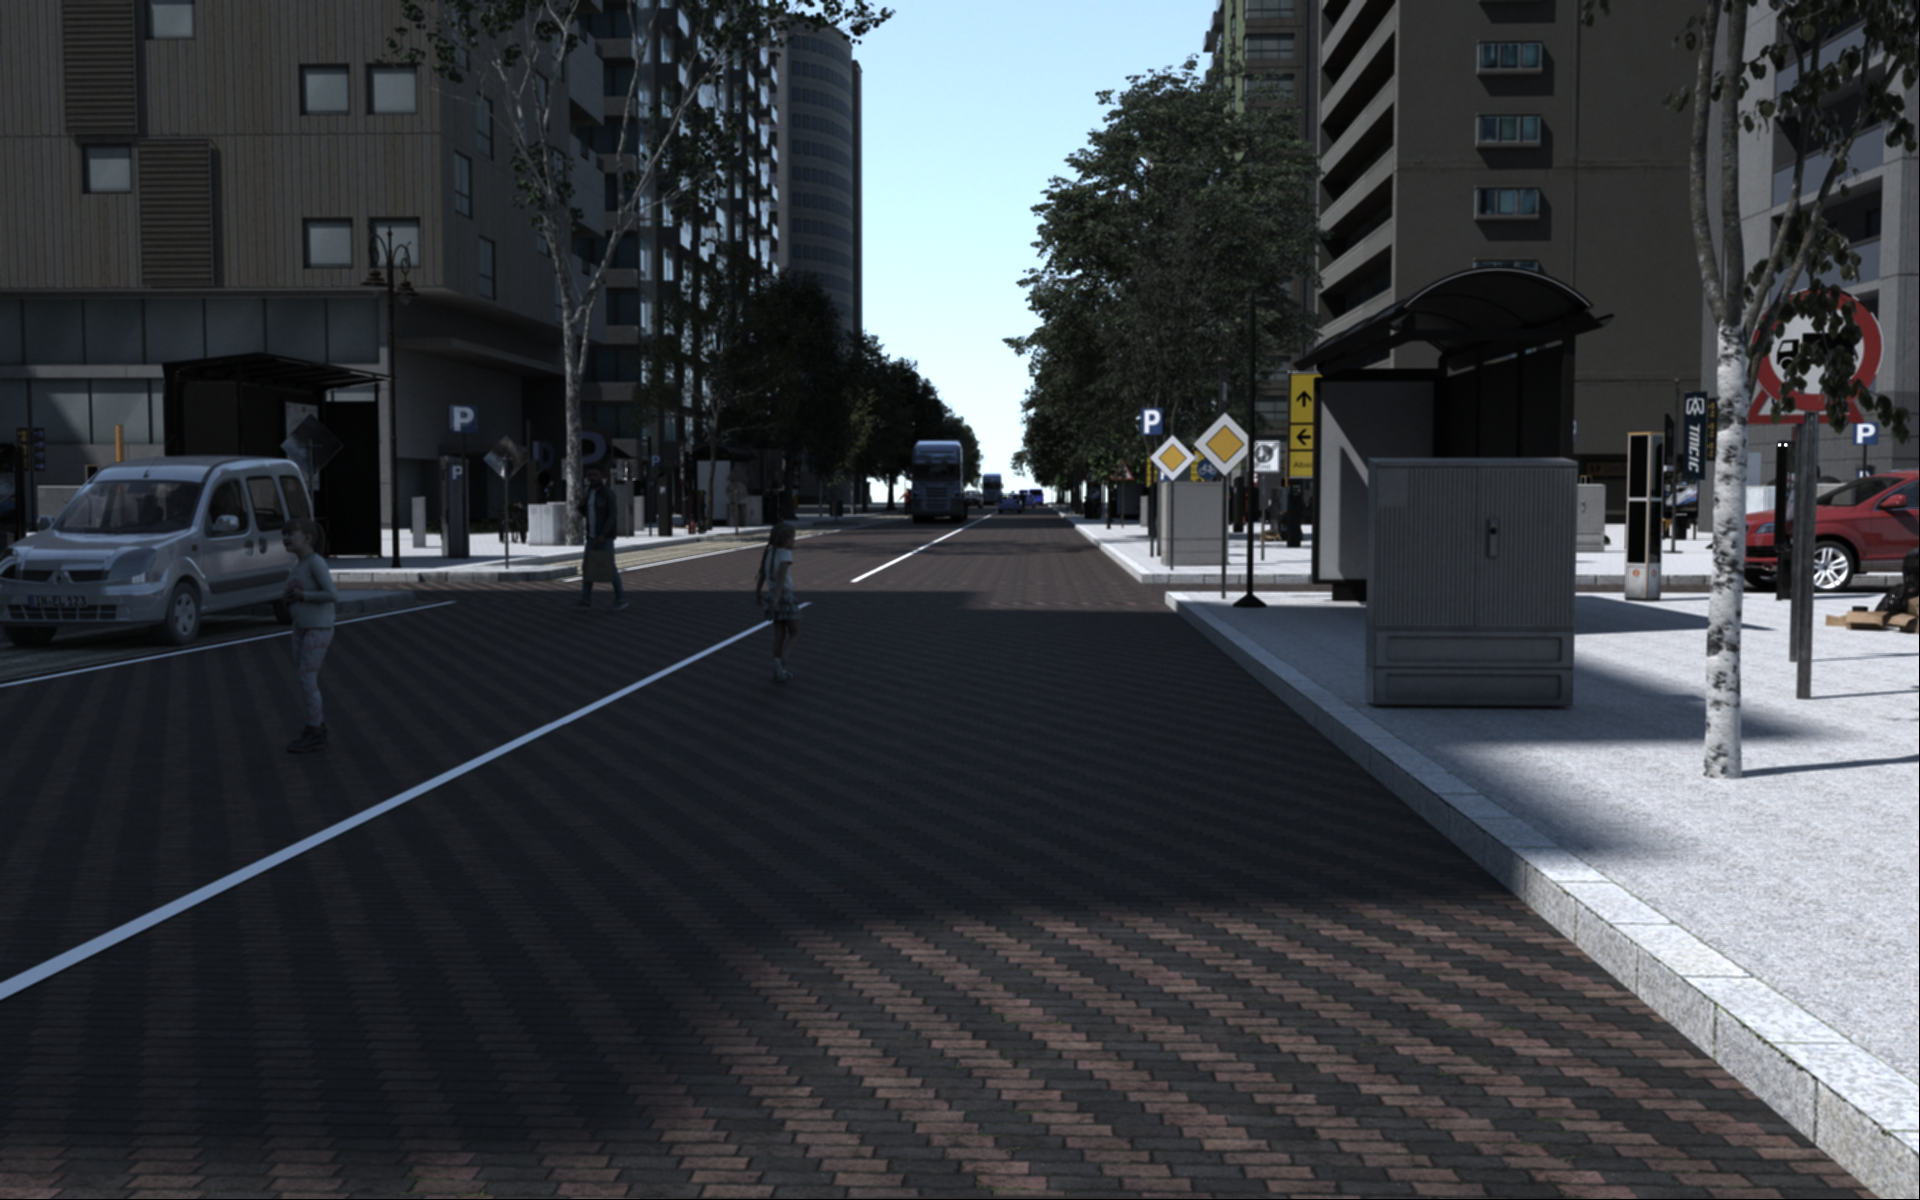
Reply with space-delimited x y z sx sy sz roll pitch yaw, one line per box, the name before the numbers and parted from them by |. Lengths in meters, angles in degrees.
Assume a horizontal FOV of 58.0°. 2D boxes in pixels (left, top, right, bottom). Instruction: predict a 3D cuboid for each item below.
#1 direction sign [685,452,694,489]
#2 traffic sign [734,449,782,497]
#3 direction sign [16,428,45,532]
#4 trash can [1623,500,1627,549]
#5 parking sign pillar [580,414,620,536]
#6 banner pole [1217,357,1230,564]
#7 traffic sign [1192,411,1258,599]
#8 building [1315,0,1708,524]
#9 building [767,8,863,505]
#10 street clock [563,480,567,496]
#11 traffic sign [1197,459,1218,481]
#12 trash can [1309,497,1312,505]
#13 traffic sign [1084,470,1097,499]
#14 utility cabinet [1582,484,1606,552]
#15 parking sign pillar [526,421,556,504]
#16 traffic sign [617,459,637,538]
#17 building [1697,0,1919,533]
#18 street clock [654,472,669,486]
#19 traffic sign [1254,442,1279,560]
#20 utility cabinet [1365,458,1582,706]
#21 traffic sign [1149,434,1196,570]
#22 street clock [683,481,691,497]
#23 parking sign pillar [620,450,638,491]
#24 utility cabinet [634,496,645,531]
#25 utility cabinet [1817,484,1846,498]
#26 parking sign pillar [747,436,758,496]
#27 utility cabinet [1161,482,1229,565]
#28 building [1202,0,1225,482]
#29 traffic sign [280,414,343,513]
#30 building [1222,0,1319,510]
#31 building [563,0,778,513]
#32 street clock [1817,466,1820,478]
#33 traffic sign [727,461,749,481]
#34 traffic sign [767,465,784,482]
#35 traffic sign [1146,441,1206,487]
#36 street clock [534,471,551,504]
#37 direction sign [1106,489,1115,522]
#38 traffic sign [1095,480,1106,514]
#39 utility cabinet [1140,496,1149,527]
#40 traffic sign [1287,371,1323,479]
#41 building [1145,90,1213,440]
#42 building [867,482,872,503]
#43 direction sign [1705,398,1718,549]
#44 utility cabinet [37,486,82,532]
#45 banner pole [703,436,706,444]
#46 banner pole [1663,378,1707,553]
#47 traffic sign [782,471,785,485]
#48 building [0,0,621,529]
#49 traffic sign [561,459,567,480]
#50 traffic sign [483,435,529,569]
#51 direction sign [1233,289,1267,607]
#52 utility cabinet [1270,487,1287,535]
direction sign | -14.328 -6.138 92.347 0.876 3.537 0.379 0 4 4
traffic sign | -9.174 -5.185 78.654 2.265 3.308 0.079 1 4 10
direction sign | -31.666 -4.104 59.092 0.876 3.537 0.379 0 4 -7
trash can | 15.130 -1.645 38.542 0.748 1.137 0.748 0 3 0
parking sign pillar | -11.435 -3.985 53.625 1.447 3.967 1.447 0 4 -5
banner pole | 4.840 -2.565 31.954 0.401 3.779 0.863 1 4 20
traffic sign | 3.227 -1.071 21.161 0.795 2.450 0.064 0 4 2
building | 29.496 -28.054 82.390 21.300 48.544 21.600 0 4 2
building | -23.856 -41.061 213.350 21.231 58.520 28.212 0 4 2
street clock | -14.943 -3.778 66.339 0.471 2.002 0.358 2 4 32
traffic sign | 8.831 -3.774 61.803 0.768 2.556 0.104 1 4 8
trash can | 16.978 -4.336 82.542 0.748 1.137 0.748 0 3 0
traffic sign | 6.835 -5.494 89.934 0.768 2.556 0.104 0 4 5
utility cabinet | 13.567 -1.802 38.137 1.173 1.500 0.318 0 4 1
parking sign pillar | -15.500 -4.628 64.134 1.447 3.967 1.447 1 4 18
traffic sign | -9.708 -2.959 50.502 0.606 2.300 0.079 0 4 3
building | 38.658 -30.931 47.715 28.212 58.520 21.231 0 4 2
street clock | -9.583 -3.130 55.739 0.471 2.002 0.358 -3 5 -40
traffic sign | 5.859 -1.916 33.463 0.606 2.300 0.079 1 4 9
utility cabinet | 3.068 -0.107 10.424 1.173 1.500 0.318 0 4 3
traffic sign | 3.569 -1.559 29.139 0.795 2.450 0.064 0 4 2
street clock | -14.733 -5.455 93.765 0.358 2.002 0.471 2 4 30
parking sign pillar | -18.226 -6.475 94.341 1.447 3.967 1.447 -1 4 -13
utility cabinet | -11.157 -3.001 60.234 0.306 1.237 1.020 0 4 -6
utility cabinet | 18.322 -1.719 36.790 1.173 1.500 0.318 3 5 43
parking sign pillar | -9.725 -5.618 80.319 1.447 3.967 1.447 0 4 8
utility cabinet | 4.213 -1.371 31.098 1.173 1.500 0.318 -1 4 -13
building | 33.062 -32.561 151.977 23.786 49.044 30.456 0 4 2
traffic sign | -8.106 -1.102 21.665 0.795 2.450 0.064 0 4 2
building | 26.608 -27.314 130.185 14.154 41.232 14.086 0 4 2
building | -28.094 -32.487 150.766 23.786 49.044 30.456 0 4 2
street clock | 21.425 -2.384 43.556 0.358 2.002 0.471 1 4 13
traffic sign | -8.871 -4.224 69.066 0.884 2.594 0.081 0 4 5
traffic sign | -8.040 -4.615 75.554 0.768 2.556 0.104 0 4 3
traffic sign | 8.147 -4.376 65.427 2.265 3.308 0.079 0 4 6
street clock | -13.090 -3.044 54.340 0.471 2.002 0.358 -3 5 -44
direction sign | 6.912 -5.349 79.450 0.379 3.537 0.876 0 4 -1
traffic sign | 7.325 -5.546 90.681 0.884 2.594 0.081 1 4 9
utility cabinet | 7.247 -3.470 67.898 0.306 1.237 1.020 1 4 11
traffic sign | 6.550 -2.125 28.616 2.265 3.308 0.079 1 4 10
building | 38.198 -38.797 223.566 28.713 52.752 27.495 0 4 2
building | -28.984 -33.541 240.271 32.217 40.220 23.993 0 4 2
direction sign | 17.730 -2.973 40.610 0.379 3.537 0.876 0 4 -5
utility cabinet | -24.628 -2.376 47.532 1.173 1.500 0.318 -2 4 -24
banner pole | -10.900 -5.229 75.504 0.863 3.779 0.401 -2 4 -27
banner pole | 15.712 -2.902 37.469 0.863 3.779 0.401 3 4 38
traffic sign | -9.455 -5.730 93.791 0.768 2.556 0.104 0 4 8
building | -31.265 -29.661 74.199 28.713 52.752 27.495 0 4 2
traffic sign | -11.222 -2.934 50.099 0.606 2.300 0.079 0 4 4
traffic sign | -7.764 -1.590 29.643 0.795 2.450 0.064 0 4 2
direction sign | 3.306 -1.692 19.657 0.379 3.537 0.876 1 4 10
utility cabinet | 9.826 -2.721 53.174 0.318 1.500 1.173 0 4 -5
